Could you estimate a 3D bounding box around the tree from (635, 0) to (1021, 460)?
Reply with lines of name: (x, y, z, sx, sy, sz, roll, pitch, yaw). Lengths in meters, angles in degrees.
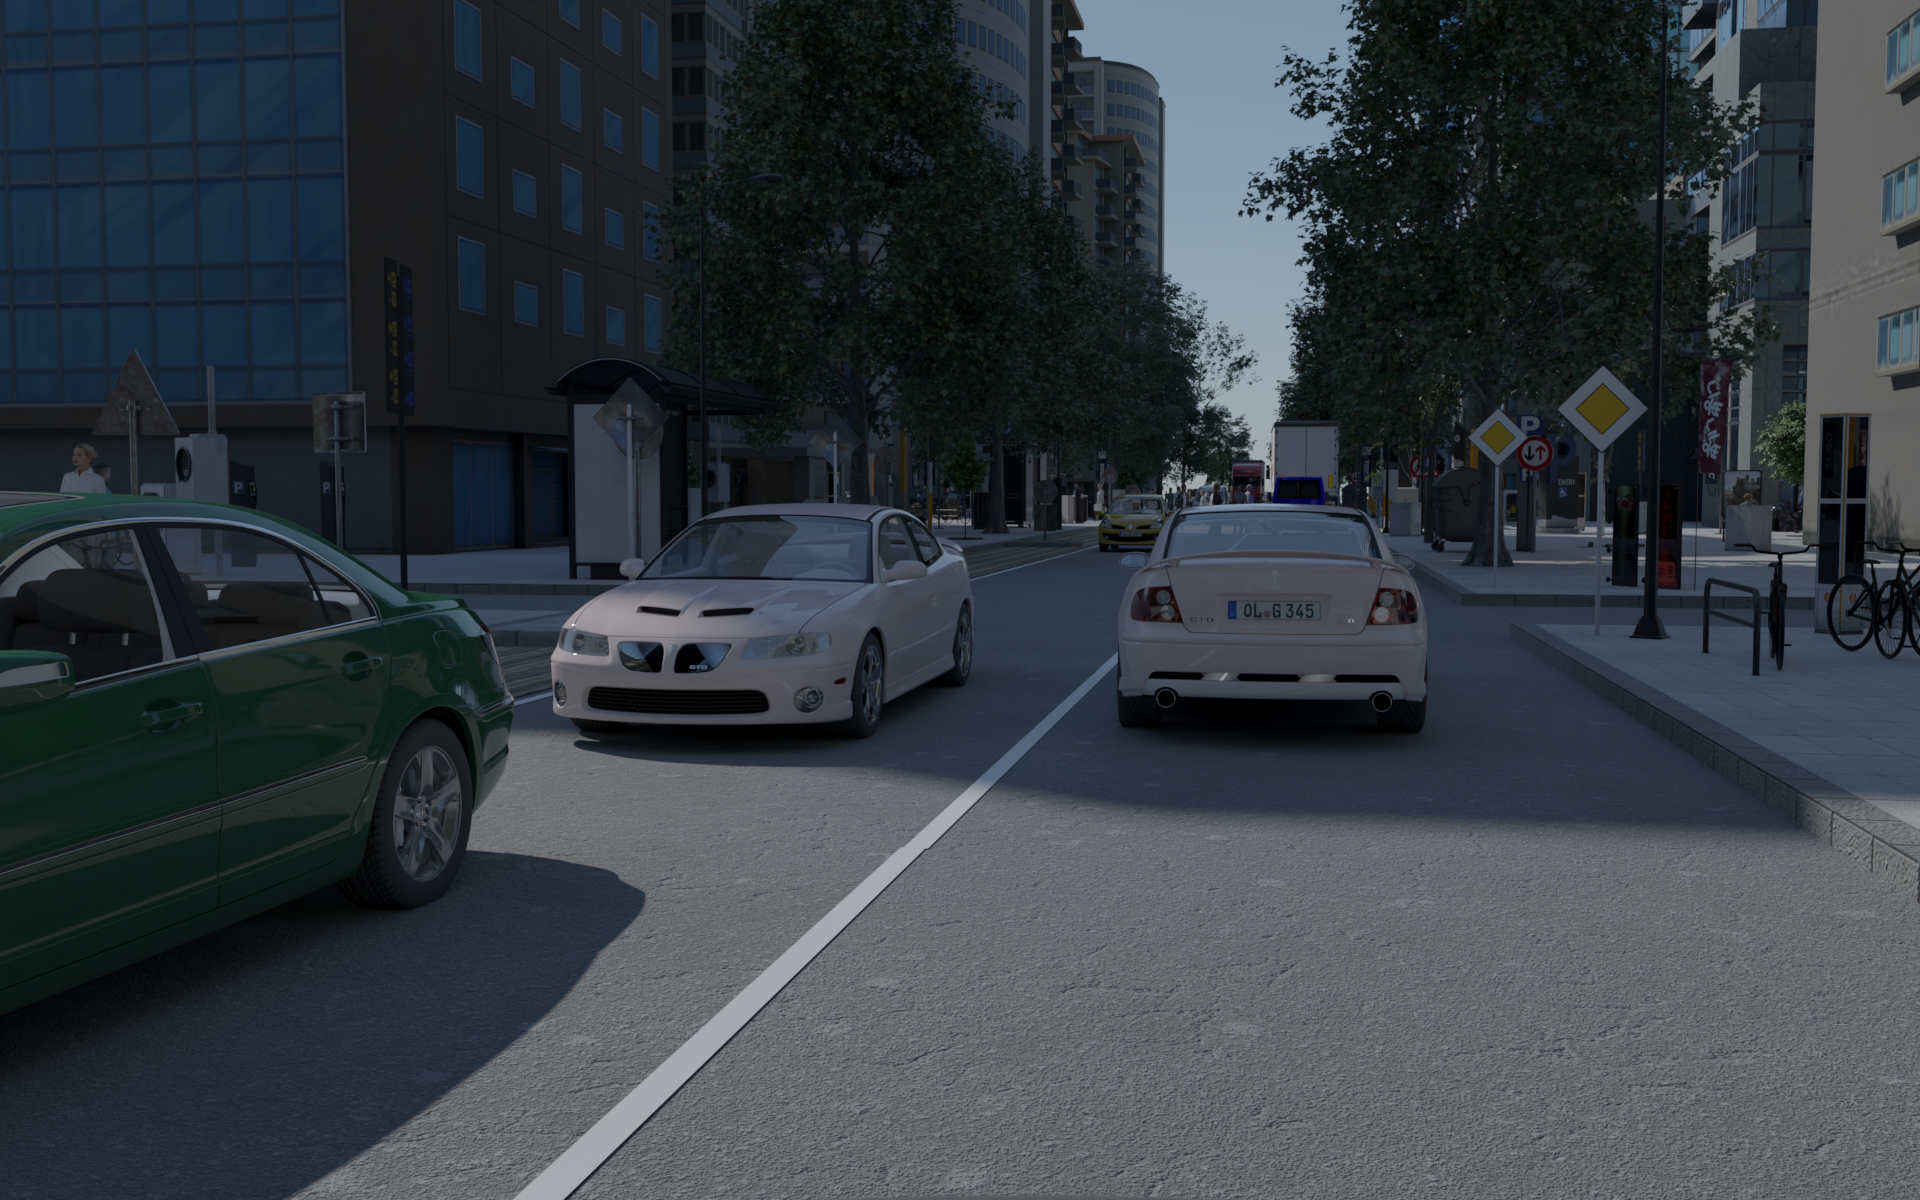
tree: (-2.178, -7.258, 35.678, 9.611, 12.733, 9.660, 0, 3, 0)

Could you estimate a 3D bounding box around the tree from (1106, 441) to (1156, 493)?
tree: (10.438, -7.485, 106.089, 4.285, 4.588, 4.351, 0, 3, 0)

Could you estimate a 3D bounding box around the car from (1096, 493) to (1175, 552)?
car: (4.533, -2.074, 44.139, 2.015, 1.641, 3.980, 1, 4, 11)

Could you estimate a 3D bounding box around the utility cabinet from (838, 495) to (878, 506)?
utility cabinet: (-2.686, -2.100, 45.497, 1.020, 1.237, 0.306, 0, 4, 4)

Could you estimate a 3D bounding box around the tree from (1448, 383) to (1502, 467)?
tree: (27.179, -8.582, 90.677, 4.360, 8.622, 3.978, 0, 3, 0)

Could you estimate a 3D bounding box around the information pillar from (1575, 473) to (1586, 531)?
information pillar: (21.499, -3.398, 60.054, 0.304, 2.012, 0.304, 0, 4, 3)

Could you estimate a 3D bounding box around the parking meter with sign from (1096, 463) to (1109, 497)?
parking meter with sign: (7.925, -6.196, 97.569, 0.543, 3.016, 1.738, -1, 4, -15)

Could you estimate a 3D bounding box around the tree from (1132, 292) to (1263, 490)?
tree: (21.742, -18.595, 159.923, 12.611, 20.169, 13.585, 0, 3, 0)

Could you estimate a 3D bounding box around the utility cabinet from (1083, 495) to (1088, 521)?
utility cabinet: (5.703, -4.429, 83.580, 0.306, 1.237, 1.020, -3, 5, -41)

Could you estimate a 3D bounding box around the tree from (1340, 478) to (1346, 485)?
tree: (47.403, -18.893, 227.035, 7.486, 12.596, 7.792, 0, 3, 0)

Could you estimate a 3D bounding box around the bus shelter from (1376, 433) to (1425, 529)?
bus shelter: (17.026, -4.632, 67.020, 1.731, 3.624, 6.357, 1, 4, 11)

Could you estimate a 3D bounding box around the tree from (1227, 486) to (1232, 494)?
tree: (39.699, -15.924, 254.951, 1.663, 3.219, 1.824, 0, 3, 0)

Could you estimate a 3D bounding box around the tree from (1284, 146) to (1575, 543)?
tree: (12.074, -6.755, 44.858, 8.767, 10.594, 7.601, 3, 4, 36)

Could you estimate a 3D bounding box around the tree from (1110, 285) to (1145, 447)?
tree: (1.243, -8.517, 56.259, 9.611, 12.733, 9.660, 0, 3, 0)

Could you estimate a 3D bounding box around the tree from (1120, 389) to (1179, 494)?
tree: (12.012, -9.933, 112.768, 4.737, 8.622, 4.395, 0, 3, 0)

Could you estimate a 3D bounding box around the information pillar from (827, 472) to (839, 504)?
information pillar: (-4.248, -3.276, 58.047, 0.304, 2.012, 0.304, 2, 4, 24)

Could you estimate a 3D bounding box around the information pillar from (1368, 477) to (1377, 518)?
information pillar: (21.819, -6.127, 91.525, 0.183, 3.616, 0.504, -3, 5, -40)

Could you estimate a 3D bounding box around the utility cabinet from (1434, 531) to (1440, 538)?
utility cabinet: (14.008, -2.535, 50.122, 0.318, 1.500, 1.173, 2, 4, 33)

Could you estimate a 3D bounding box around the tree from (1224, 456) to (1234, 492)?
tree: (38.189, -18.337, 250.169, 4.737, 8.622, 4.395, 0, 3, 0)

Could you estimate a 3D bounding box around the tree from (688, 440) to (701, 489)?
tree: (-8.563, -3.608, 53.585, 1.663, 3.219, 1.824, 0, 3, 0)

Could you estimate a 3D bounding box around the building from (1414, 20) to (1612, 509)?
building: (62.440, -54.482, 203.456, 22.319, 86.520, 31.000, 1, 4, 11)

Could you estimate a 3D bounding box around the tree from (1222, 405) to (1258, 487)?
tree: (36.137, -20.303, 238.614, 9.857, 13.997, 8.962, 0, 3, 0)

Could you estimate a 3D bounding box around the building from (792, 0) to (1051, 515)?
building: (-6.219, -35.102, 115.910, 21.231, 58.520, 28.212, 1, 4, 11)

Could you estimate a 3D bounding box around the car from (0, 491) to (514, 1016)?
car: (-3.000, 0.423, 4.881, 2.131, 1.459, 4.920, 1, 4, 12)

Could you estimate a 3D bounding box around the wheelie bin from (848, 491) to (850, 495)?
wheelie bin: (-5.400, -4.971, 89.181, 0.980, 1.594, 0.693, 3, 4, 36)

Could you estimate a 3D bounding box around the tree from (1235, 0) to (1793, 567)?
tree: (9.503, -6.952, 30.670, 9.611, 12.733, 9.660, 0, 3, 0)

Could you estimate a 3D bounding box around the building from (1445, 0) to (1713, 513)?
building: (53.311, -32.040, 143.470, 23.786, 49.044, 30.456, 1, 4, 11)

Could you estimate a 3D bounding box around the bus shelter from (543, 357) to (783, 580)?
bus shelter: (-4.659, -2.100, 28.257, 2.014, 3.302, 5.546, 1, 4, 11)

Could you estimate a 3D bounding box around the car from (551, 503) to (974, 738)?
car: (-1.120, 0.034, 11.803, 2.083, 1.381, 4.827, 1, 4, 11)

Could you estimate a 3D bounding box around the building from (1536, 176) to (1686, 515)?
building: (48.707, -16.511, 115.001, 27.650, 21.520, 28.899, 1, 4, 11)

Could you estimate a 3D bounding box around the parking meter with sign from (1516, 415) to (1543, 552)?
parking meter with sign: (12.752, -2.607, 38.880, 0.543, 3.016, 1.738, 1, 4, 17)

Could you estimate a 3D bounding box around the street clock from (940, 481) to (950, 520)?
street clock: (-0.740, -4.910, 84.851, 0.358, 2.002, 0.471, 3, 5, 43)

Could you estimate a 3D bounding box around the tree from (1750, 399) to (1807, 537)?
tree: (25.646, -4.186, 52.150, 4.285, 4.588, 4.351, 0, 3, 0)

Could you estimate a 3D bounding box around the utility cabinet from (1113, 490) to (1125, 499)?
utility cabinet: (8.325, -4.921, 89.144, 0.318, 1.500, 1.173, -2, 4, -31)

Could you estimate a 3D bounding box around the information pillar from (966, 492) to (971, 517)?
information pillar: (0.461, -5.600, 96.055, 0.304, 2.012, 0.304, 0, 4, 8)

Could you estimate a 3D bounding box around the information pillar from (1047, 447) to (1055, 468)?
information pillar: (4.359, -5.586, 82.688, 0.183, 3.616, 0.504, -3, 5, -42)

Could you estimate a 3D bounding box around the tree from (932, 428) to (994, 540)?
tree: (0.248, -3.310, 48.724, 1.663, 3.219, 1.824, 0, 3, 0)

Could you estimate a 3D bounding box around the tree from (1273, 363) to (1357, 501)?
tree: (30.680, -14.452, 142.939, 9.857, 13.997, 8.962, 0, 3, 0)

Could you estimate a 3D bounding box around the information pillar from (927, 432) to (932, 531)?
information pillar: (-0.790, -3.287, 45.102, 0.183, 3.616, 0.504, 0, 4, -7)

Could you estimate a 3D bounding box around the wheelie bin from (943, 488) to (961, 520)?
wheelie bin: (-0.400, -4.809, 86.530, 0.693, 1.594, 0.980, -2, 4, -32)

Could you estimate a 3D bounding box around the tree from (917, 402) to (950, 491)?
tree: (-0.672, -8.566, 90.413, 4.360, 8.622, 3.978, 0, 3, 0)

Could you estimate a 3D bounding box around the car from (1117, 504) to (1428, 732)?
car: (2.100, 0.028, 11.900, 2.083, 1.381, 4.827, 1, 4, 9)

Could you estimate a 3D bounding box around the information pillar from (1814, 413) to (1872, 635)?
information pillar: (8.080, -0.695, 15.861, 0.304, 2.012, 0.304, -1, 4, -20)

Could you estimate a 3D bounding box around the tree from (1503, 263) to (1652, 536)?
tree: (19.189, -6.226, 52.161, 4.360, 8.622, 3.978, 0, 3, 0)

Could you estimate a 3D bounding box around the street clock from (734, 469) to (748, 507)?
street clock: (-6.308, -2.772, 49.900, 0.358, 2.002, 0.471, -2, 4, -33)

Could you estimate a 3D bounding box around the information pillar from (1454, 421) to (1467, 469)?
information pillar: (15.954, -3.912, 55.313, 0.183, 3.616, 0.504, -2, 4, -24)

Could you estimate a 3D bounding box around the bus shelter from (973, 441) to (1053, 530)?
bus shelter: (1.885, -5.440, 66.575, 2.179, 5.291, 8.768, 1, 4, 11)

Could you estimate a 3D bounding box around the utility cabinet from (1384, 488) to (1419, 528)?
utility cabinet: (15.099, -3.094, 59.262, 1.173, 1.500, 0.318, -1, 4, -19)

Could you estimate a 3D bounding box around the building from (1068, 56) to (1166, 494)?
building: (16.207, -42.427, 235.673, 21.231, 58.520, 28.212, 1, 4, 11)

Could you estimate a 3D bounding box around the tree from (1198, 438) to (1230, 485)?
tree: (30.637, -15.967, 211.416, 4.360, 8.622, 3.978, 0, 3, 0)

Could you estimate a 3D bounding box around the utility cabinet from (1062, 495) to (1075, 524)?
utility cabinet: (4.577, -3.909, 75.071, 0.306, 1.237, 1.020, -2, 4, -26)

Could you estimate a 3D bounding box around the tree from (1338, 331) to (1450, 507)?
tree: (15.948, -6.775, 61.132, 4.737, 8.622, 4.395, 0, 3, 0)

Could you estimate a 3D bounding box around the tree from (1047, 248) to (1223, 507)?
tree: (8.167, -11.275, 90.997, 9.857, 13.997, 8.962, 0, 3, 0)

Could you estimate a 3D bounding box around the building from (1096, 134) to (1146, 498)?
building: (10.558, -33.854, 208.140, 22.147, 44.769, 28.867, 1, 4, 11)

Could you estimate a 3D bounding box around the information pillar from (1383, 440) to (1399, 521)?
information pillar: (14.509, -4.093, 58.271, 0.504, 3.616, 0.183, 1, 4, 19)

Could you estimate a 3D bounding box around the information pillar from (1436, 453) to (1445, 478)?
information pillar: (26.543, -6.388, 95.805, 0.504, 3.616, 0.183, 3, 5, 41)
